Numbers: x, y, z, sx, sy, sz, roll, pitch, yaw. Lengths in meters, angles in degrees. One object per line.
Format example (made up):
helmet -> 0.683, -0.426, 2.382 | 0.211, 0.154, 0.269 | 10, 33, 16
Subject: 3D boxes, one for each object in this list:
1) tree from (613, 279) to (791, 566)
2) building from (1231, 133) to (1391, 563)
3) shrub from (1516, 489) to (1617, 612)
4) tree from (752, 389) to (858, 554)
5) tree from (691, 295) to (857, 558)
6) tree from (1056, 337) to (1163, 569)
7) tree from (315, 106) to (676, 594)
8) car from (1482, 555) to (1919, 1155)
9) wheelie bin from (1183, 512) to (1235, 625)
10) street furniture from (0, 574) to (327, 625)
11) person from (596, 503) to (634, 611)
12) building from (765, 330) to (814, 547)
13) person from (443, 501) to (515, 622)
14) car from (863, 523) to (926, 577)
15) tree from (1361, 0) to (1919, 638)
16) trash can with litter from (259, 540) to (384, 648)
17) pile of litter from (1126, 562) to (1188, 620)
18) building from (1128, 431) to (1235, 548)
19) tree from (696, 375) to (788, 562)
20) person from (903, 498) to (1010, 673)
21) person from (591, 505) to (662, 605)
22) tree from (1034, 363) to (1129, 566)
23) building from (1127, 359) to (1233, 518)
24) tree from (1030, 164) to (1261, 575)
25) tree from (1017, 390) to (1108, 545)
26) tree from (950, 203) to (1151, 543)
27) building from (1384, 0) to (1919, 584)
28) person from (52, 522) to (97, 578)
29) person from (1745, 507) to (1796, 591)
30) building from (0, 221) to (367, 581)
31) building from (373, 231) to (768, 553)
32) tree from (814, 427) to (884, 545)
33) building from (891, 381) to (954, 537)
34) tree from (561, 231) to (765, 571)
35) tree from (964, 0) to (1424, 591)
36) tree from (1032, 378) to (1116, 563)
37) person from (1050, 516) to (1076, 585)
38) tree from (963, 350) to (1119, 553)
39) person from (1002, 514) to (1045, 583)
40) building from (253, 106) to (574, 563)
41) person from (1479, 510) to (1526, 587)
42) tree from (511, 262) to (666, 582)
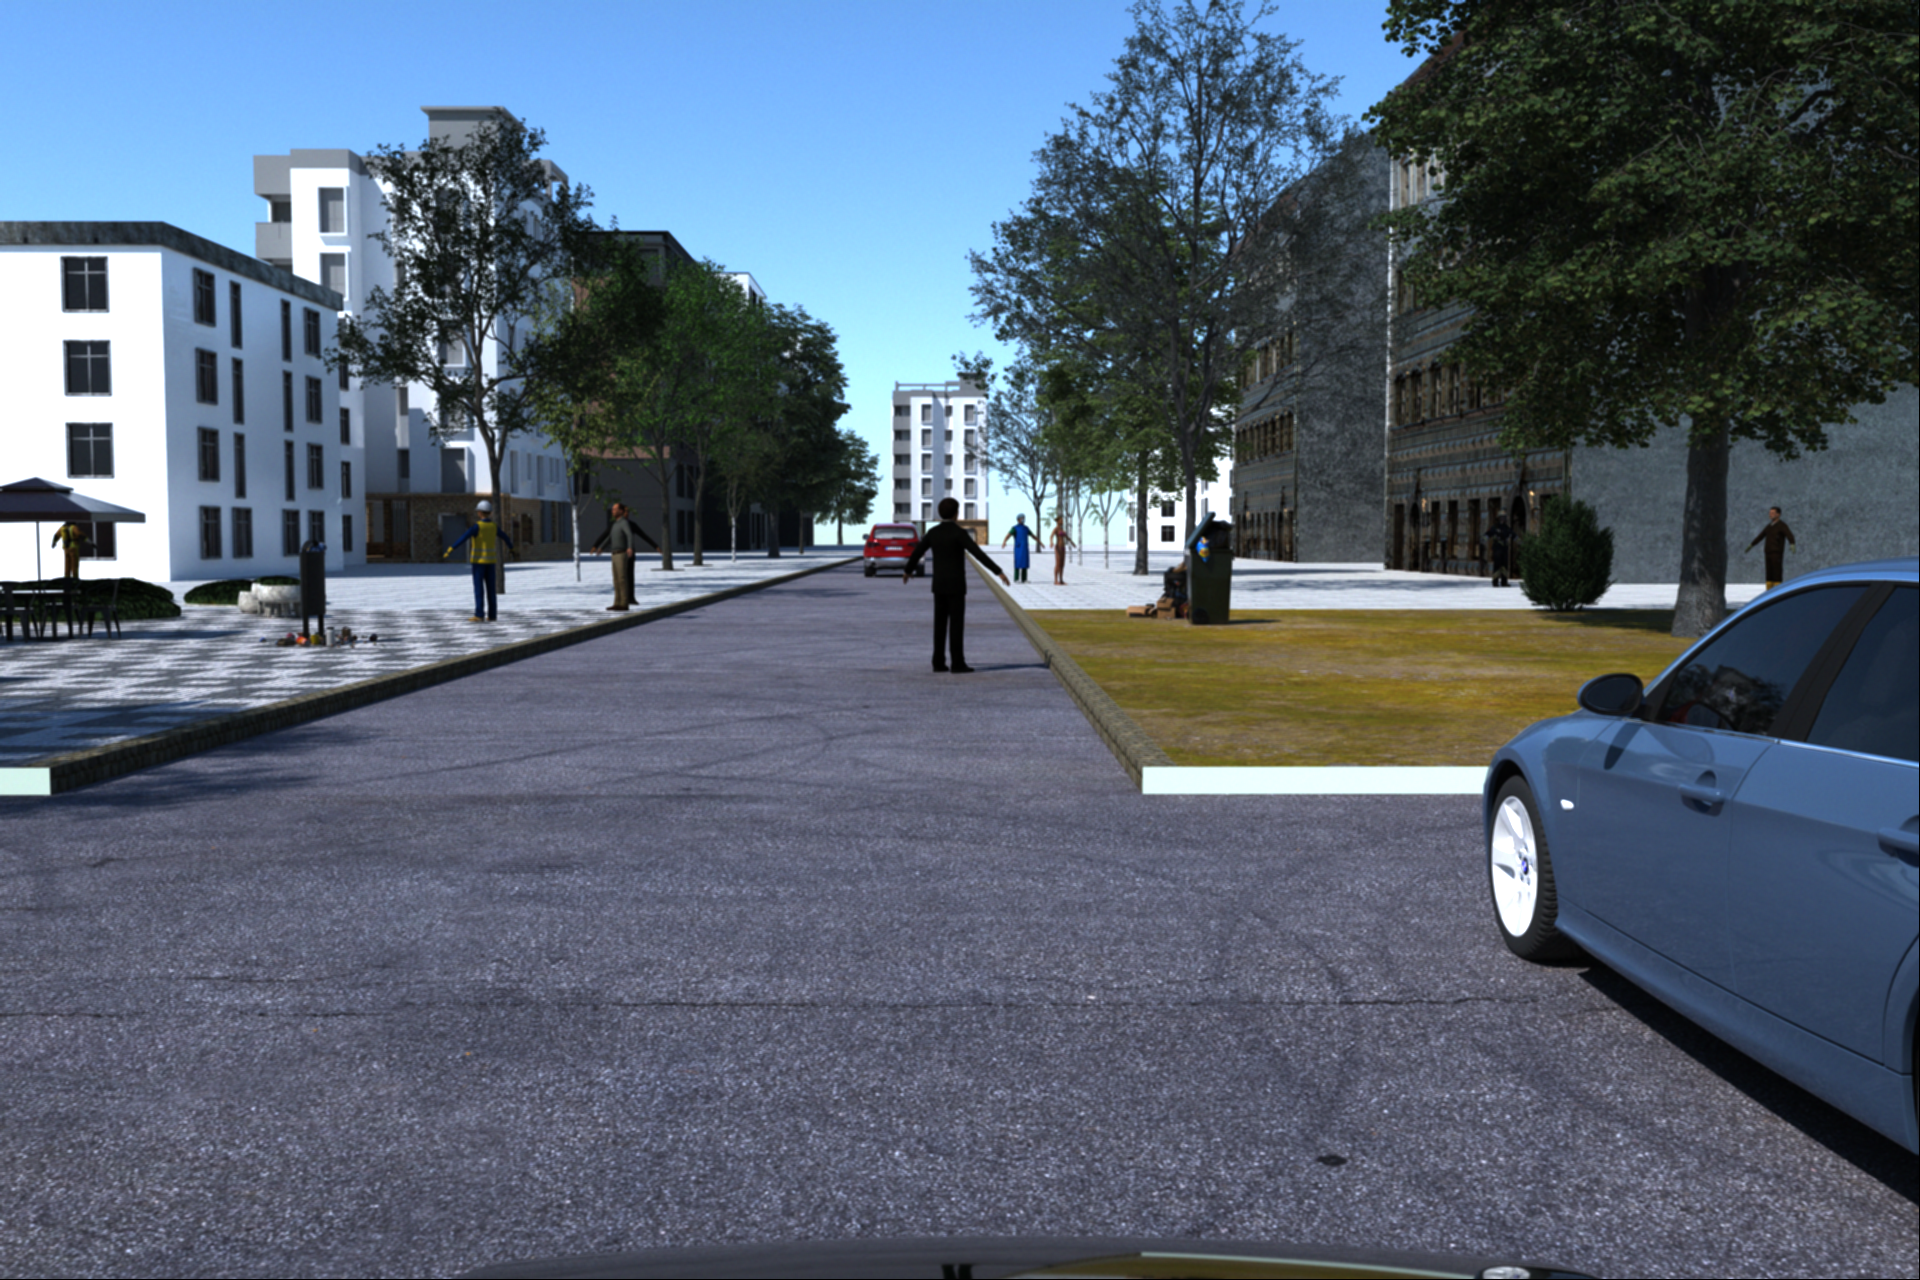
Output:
tree -> -10.381, -8.780, 69.310 | 9.928, 11.665, 9.643 | 0, 3, 0
building -> 24.122, -15.540, 85.012 | 19.493, 23.208, 18.063 | 0, 4, 0
shrub -> 10.003, -1.482, 28.649 | 1.690, 2.028, 1.600 | 0, 3, 0
tree -> -10.282, -10.739, 109.994 | 8.767, 10.594, 7.601 | 1, 4, 22
tree -> -10.092, -11.473, 94.233 | 9.857, 13.997, 8.962 | 0, 3, 0
tree -> 5.425, -6.980, 64.482 | 4.360, 8.622, 3.978 | 0, 3, 0
tree -> -9.770, -6.280, 37.093 | 8.767, 10.594, 7.601 | 1, 4, 14
car -> 2.739, 0.467, 4.367 | 2.014, 1.417, 4.499 | 0, 4, 0
wheelie bin -> 3.559, -1.026, 24.683 | 0.693, 1.594, 0.980 | 0, 3, 0
street furniture -> -13.722, -0.839, 29.352 | 5.734, 0.657, 10.072 | -1, 4, -22
person -> -5.716, -1.388, 28.964 | 0.705, 1.796, 1.348 | -2, 4, -35
building -> -29.597, -19.956, 170.256 | 27.936, 21.610, 32.646 | 0, 4, 0
person -> -7.057, -1.166, 25.533 | 0.721, 1.772, 1.216 | 3, 5, 40
car -> -2.210, -3.092, 59.235 | 2.281, 1.827, 5.304 | 0, 4, -1
tree -> 9.236, -7.014, 21.339 | 9.857, 13.997, 8.962 | 0, 3, 0
trash can with litter -> -7.444, -0.582, 20.574 | 1.678, 1.210, 2.233 | 0, 4, -1
pile of litter -> 3.140, -0.780, 26.712 | 1.176, 0.858, 1.719 | 0, 3, 0
building -> 20.968, -13.008, 154.820 | 9.099, 9.664, 28.070 | 0, 4, -1
tree -> -10.489, -7.829, 78.364 | 4.360, 8.622, 3.978 | 0, 3, 0
person -> -0.093, -0.569, 17.946 | 1.347, 1.806, 0.705 | 3, 4, 36
person -> -6.074, -1.542, 31.439 | 1.346, 1.802, 0.704 | -2, 4, -30
tree -> 4.662, -7.326, 70.147 | 4.360, 8.622, 3.978 | 0, 3, 0
building -> 23.085, -20.078, 184.693 | 16.016, 20.090, 11.380 | 0, 3, 0
tree -> 5.774, -8.316, 54.097 | 7.486, 12.596, 7.792 | 0, 3, 0
tree -> 13.083, -21.196, 202.442 | 12.611, 20.169, 13.585 | 0, 3, 0
tree -> 5.894, -14.702, 96.270 | 12.611, 20.169, 13.585 | 0, 3, 0
building -> 24.628, -13.564, 52.703 | 19.493, 23.208, 18.063 | 0, 4, -1
person -> -23.087, -2.401, 45.031 | 1.354, 1.858, 0.705 | 1, 4, 15
person -> 15.878, -1.694, 33.827 | 0.704, 1.812, 1.346 | -1, 4, -15
building -> -26.098, -7.247, 60.640 | 9.099, 9.664, 28.070 | 0, 4, -1
building -> -30.362, -17.686, 133.146 | 27.936, 21.610, 32.646 | 0, 4, -1
tree -> -14.017, -18.159, 203.554 | 9.857, 13.997, 8.962 | 0, 3, 0
building -> -7.724, -21.210, 205.666 | 11.380, 20.090, 16.016 | 0, 4, -8
tree -> -10.422, -8.243, 60.522 | 9.928, 11.665, 9.643 | 0, 3, 0
tree -> 5.203, -7.858, 38.848 | 12.009, 13.543, 11.850 | 0, 3, 0
tree -> 4.843, -7.748, 77.036 | 4.360, 8.622, 3.978 | 0, 3, 0
person -> 2.586, -2.255, 43.669 | 0.721, 1.733, 1.217 | 2, 4, 33
tree -> 5.224, -12.541, 115.421 | 12.009, 13.543, 11.850 | 0, 3, 0
person -> 1.612, -2.383, 45.096 | 1.347, 1.817, 0.704 | -2, 4, -34
building -> -25.286, -13.553, 78.009 | 16.016, 20.090, 11.380 | 0, 4, 0
person -> 13.117, -2.212, 41.944 | 1.354, 1.856, 0.705 | -1, 4, -17
tree -> -10.199, -5.868, 46.298 | 4.737, 8.622, 4.395 | 0, 3, 0
